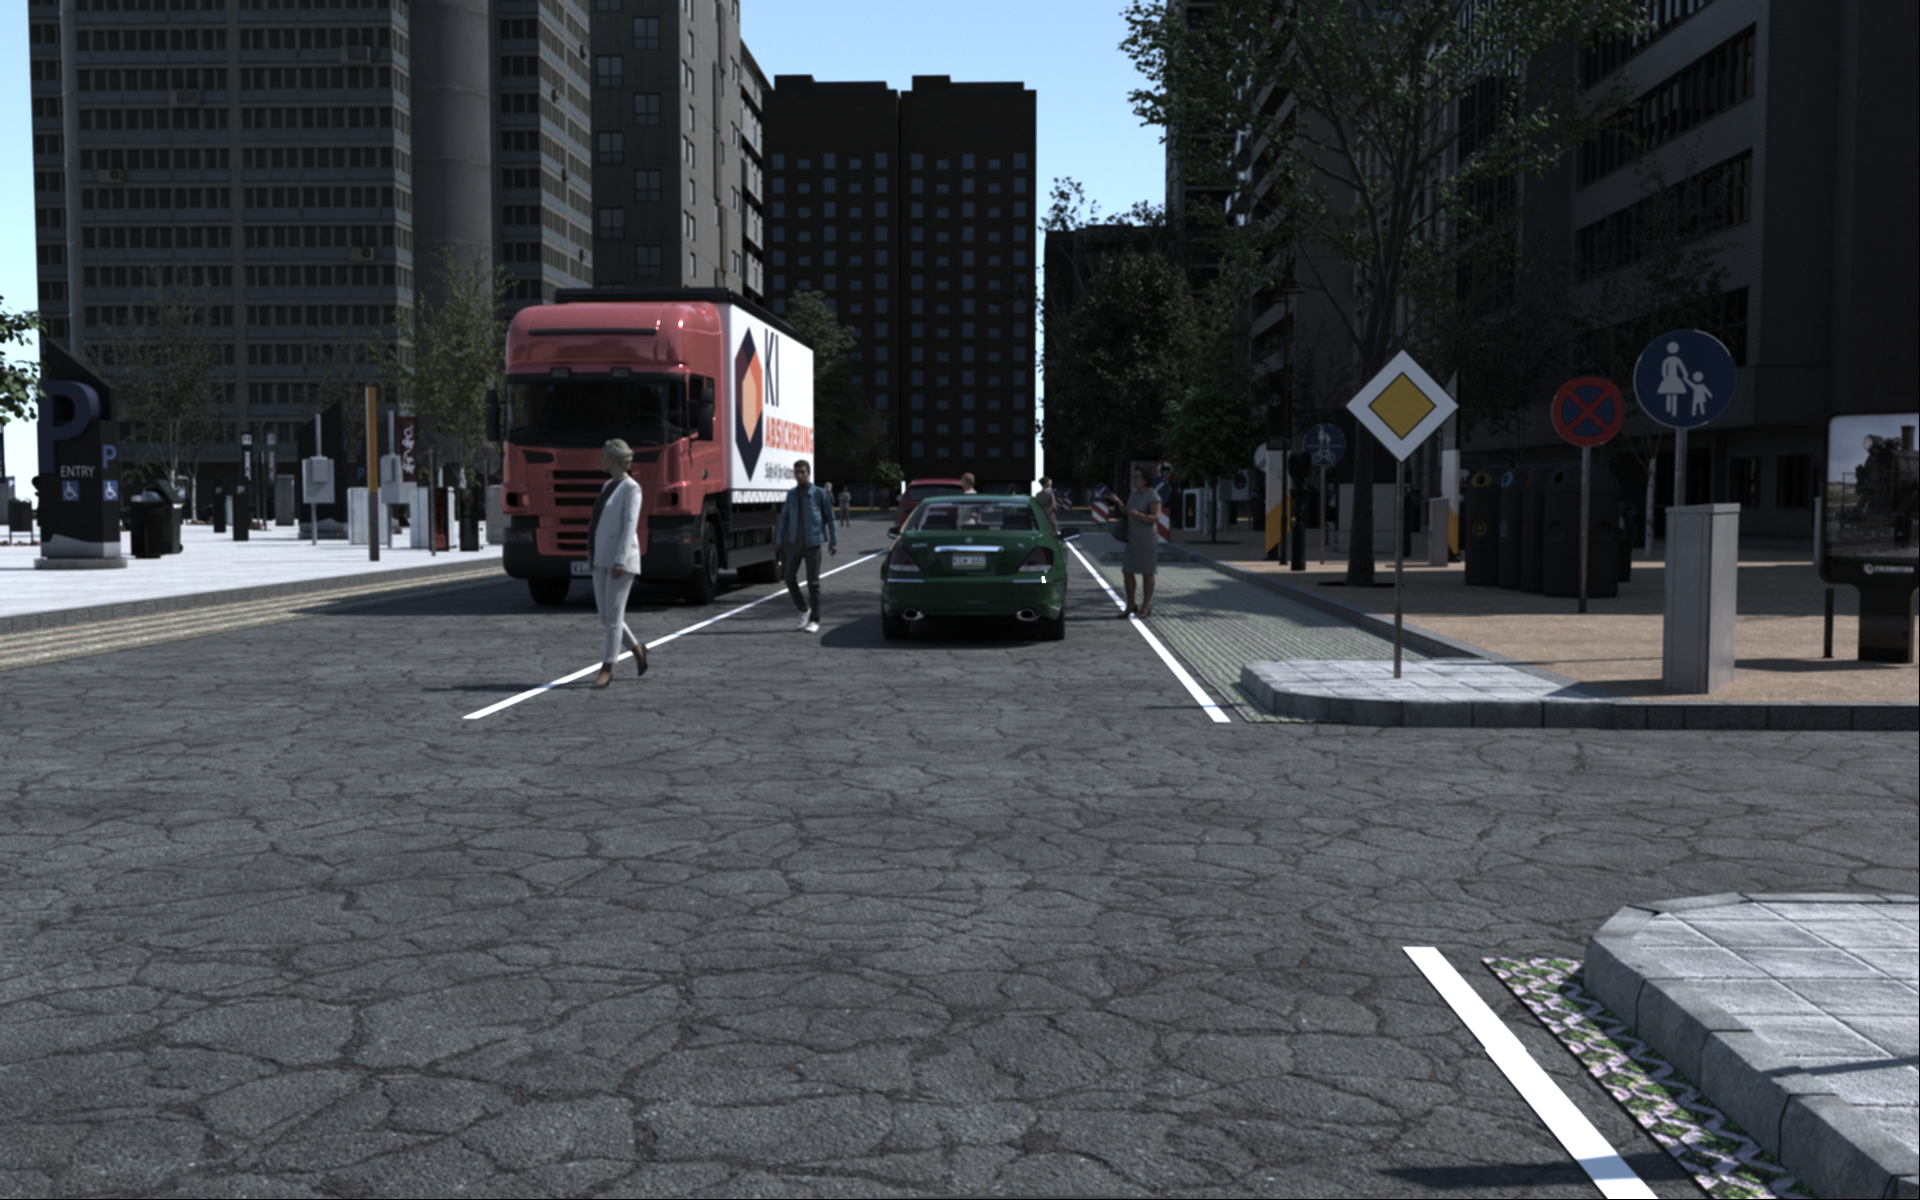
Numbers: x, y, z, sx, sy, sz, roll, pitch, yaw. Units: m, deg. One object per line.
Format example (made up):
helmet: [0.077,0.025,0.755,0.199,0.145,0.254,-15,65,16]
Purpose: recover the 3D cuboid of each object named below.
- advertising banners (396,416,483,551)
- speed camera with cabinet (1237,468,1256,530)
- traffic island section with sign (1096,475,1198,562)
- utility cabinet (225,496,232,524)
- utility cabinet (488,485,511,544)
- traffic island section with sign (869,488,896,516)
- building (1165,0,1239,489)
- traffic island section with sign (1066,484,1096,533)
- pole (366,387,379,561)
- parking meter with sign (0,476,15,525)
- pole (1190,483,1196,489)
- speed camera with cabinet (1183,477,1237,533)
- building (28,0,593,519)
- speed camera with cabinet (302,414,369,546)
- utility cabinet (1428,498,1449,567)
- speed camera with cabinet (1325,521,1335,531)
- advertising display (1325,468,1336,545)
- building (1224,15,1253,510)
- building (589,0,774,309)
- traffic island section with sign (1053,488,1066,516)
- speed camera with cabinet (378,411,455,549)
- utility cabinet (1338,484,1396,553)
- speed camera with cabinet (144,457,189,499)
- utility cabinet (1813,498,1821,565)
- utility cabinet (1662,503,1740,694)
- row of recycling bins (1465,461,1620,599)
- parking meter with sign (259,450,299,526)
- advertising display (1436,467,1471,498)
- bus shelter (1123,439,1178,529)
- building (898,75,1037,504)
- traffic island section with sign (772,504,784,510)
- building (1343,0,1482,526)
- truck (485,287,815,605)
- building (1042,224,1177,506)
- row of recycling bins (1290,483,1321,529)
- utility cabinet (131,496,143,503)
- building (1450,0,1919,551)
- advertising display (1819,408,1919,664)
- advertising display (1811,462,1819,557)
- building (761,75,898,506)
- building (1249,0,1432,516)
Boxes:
advertising banners: [-11.709,-2.614,38.926,2.074,3.025,0.090,1,4,13]
speed camera with cabinet: [9.578,-4.149,62.172,2.038,3.252,0.660,3,4,38]
traffic island section with sign: [4.018,-1.744,37.143,1.989,1.847,2.006,0,4,2]
utility cabinet: [-30.751,-3.808,73.423,1.020,1.237,0.306,0,4,8]
utility cabinet: [-11.225,-2.124,43.404,1.173,1.500,0.318,1,4,12]
traffic island section with sign: [-4.934,-6.470,114.405,1.989,1.847,2.006,0,4,2]
building: [33.531,-45.975,189.942,20.611,71.187,20.563,0,4,2]
traffic island section with sign: [5.043,-3.391,64.079,1.989,1.847,2.006,0,4,2]
pole: [-11.230,-2.401,33.107,0.158,3.312,0.155,0,3,0]
parking meter with sign: [-39.365,-4.594,71.371,1.738,3.016,0.543,1,4,16]
pole: [8.268,-4.134,61.433,0.158,3.312,0.155,0,3,0]
speed camera with cabinet: [8.332,-3.917,58.376,0.660,3.252,2.038,-2,4,-28]
building: [-34.929,-24.972,100.179,32.217,40.220,23.993,0,4,2]
speed camera with cabinet: [-15.405,-3.009,43.537,2.038,3.252,0.660,-2,4,-28]
utility cabinet: [8.542,-1.210,30.947,0.306,1.237,1.020,1,4,12]
speed camera with cabinet: [13.230,-4.063,60.765,0.660,3.252,2.038,0,4,-5]
advertising display: [9.565,-2.330,43.317,0.974,1.923,0.123,-1,4,-20]
building: [32.848,-31.546,135.386,23.786,49.044,30.456,0,4,2]
building: [-34.488,-37.148,196.615,27.495,52.752,28.713,0,4,2]
traffic island section with sign: [6.924,-6.451,114.099,1.989,1.847,2.006,0,4,2]
speed camera with cabinet: [-12.807,-2.846,40.871,2.038,3.252,0.660,2,4,35]
utility cabinet: [8.830,-1.768,37.588,1.173,1.500,0.318,1,4,10]
speed camera with cabinet: [-39.418,-5.606,85.989,0.660,3.252,2.038,3,4,36]
utility cabinet: [15.890,-1.219,31.085,0.306,1.237,1.020,-2,4,-32]
utility cabinet: [4.941,-0.024,11.560,0.306,1.237,1.020,2,4,33]
row of recycling bins: [7.688,-0.969,22.959,1.069,1.692,3.534,0,4,-4]
parking meter with sign: [-27.081,-4.476,69.440,1.738,3.016,0.543,-1,4,-12]
advertising display: [11.804,-2.218,41.475,0.974,1.923,0.123,-2,4,-26]
bus shelter: [7.446,-4.462,66.872,2.014,3.302,5.546,0,4,2]
building: [1.132,-32.939,188.666,14.200,45.320,14.600,0,4,2]
traffic island section with sign: [-6.834,-3.390,64.054,1.989,1.847,2.006,0,4,2]
building: [24.023,-15.136,76.351,11.050,23.489,19.941,0,4,2]
truck: [-4.176,-2.259,25.849,2.839,4.237,11.283,0,4,3]
building: [16.025,-25.484,188.362,14.107,30.474,14.160,0,4,2]
row of recycling bins: [13.335,-3.536,64.924,3.534,1.692,1.069,2,4,33]
utility cabinet: [-31.207,-3.381,66.442,0.306,1.237,1.020,3,4,37]
building: [25.078,-14.204,51.304,14.314,24.678,30.058,0,4,2]
advertising display: [7.079,-0.488,13.192,0.123,1.923,0.974,-3,5,-43]
advertising display: [17.618,-1.852,35.502,0.123,1.923,0.974,3,4,36]
building: [-13.364,-32.928,188.478,14.200,45.320,14.600,0,4,2]
building: [30.482,-29.712,109.493,21.300,48.544,21.600,0,4,2]
